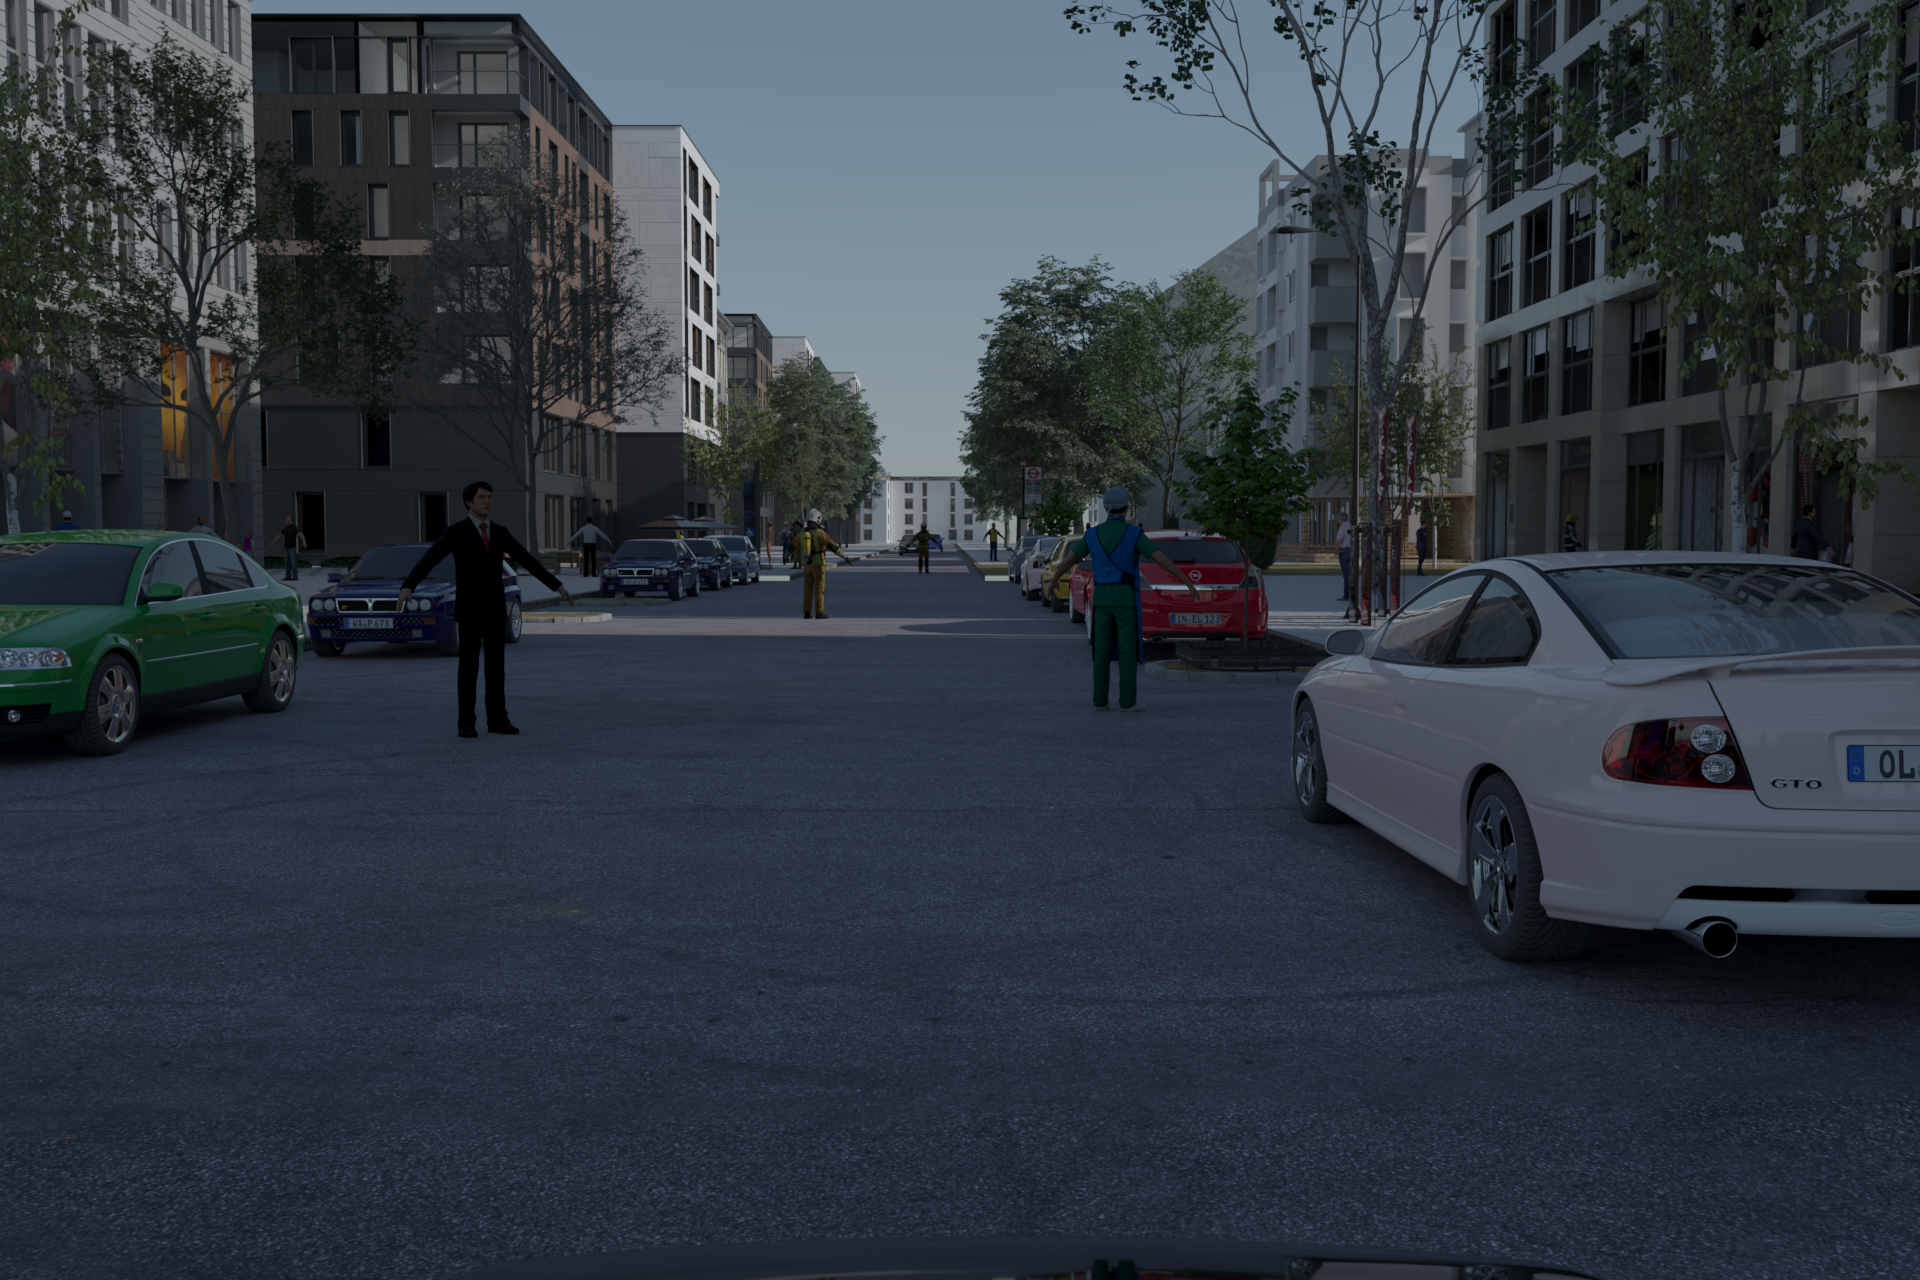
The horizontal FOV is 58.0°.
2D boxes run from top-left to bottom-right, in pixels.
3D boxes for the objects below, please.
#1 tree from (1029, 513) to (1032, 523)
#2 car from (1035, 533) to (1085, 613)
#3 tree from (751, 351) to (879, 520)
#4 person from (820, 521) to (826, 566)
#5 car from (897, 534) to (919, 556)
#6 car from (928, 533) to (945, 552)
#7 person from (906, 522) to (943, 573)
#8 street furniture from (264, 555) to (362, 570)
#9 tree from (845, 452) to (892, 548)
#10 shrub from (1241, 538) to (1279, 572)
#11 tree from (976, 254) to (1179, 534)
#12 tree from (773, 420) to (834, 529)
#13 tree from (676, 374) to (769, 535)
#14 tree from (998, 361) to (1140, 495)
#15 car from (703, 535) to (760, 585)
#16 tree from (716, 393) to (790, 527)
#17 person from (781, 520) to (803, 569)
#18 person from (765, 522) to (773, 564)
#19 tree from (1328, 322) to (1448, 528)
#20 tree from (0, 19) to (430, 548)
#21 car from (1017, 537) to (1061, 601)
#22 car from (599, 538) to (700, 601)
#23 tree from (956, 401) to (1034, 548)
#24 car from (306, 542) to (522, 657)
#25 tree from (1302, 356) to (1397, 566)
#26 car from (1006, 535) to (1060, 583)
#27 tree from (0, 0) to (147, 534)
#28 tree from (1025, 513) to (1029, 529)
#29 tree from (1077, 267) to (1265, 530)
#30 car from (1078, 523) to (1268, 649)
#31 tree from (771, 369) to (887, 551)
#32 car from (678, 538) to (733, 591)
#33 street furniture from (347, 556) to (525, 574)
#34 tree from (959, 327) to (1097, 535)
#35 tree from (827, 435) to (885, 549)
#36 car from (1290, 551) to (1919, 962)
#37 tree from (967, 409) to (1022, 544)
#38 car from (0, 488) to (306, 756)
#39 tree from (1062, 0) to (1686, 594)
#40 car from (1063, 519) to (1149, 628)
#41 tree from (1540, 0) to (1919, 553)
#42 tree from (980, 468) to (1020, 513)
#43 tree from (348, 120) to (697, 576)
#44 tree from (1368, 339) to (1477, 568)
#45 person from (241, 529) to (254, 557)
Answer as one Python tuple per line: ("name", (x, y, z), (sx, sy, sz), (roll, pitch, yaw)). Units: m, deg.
("tree", (4.857, -10.478, 121.672), (4.360, 8.622, 3.978), (0, 3, 0))
("car", (2.482, -1.395, 33.026), (2.015, 1.641, 3.980), (0, 4, -1))
("tree", (-10.102, -13.055, 120.096), (9.857, 13.997, 8.962), (0, 3, 0))
("person", (-5.639, -3.907, 70.002), (0.705, 1.813, 1.348), (2, 4, 26))
("car", (-3.206, -6.491, 115.914), (2.009, 1.686, 4.222), (0, 4, -1))
("car", (-2.210, -8.025, 140.799), (1.945, 1.707, 3.694), (0, 4, -1))
("person", (-1.313, -3.349, 62.983), (1.354, 1.858, 0.705), (-1, 4, -15))
("street furniture", (-26.675, -2.990, 64.519), (10.072, 0.657, 5.734), (0, 4, 8))
("tree", (-10.447, -13.722, 158.765), (8.767, 10.594, 7.601), (0, 4, -2))
("shrub", (9.564, -3.209, 56.502), (1.661, 2.075, 1.752), (0, 3, 0))
("tree", (5.246, -10.459, 77.662), (9.857, 13.997, 8.962), (0, 3, 0))
("tree", (-10.028, -9.856, 111.502), (4.360, 8.622, 3.978), (0, 3, 0))
("tree", (-10.678, -7.848, 78.680), (4.737, 8.622, 4.395), (0, 3, 0))
("tree", (5.475, -9.511, 89.915), (8.767, 10.594, 7.601), (0, 4, 7))
("car", (-6.814, -2.326, 50.038), (2.014, 1.417, 4.499), (0, 3, 0))
("tree", (-10.769, -8.594, 90.872), (4.737, 8.622, 4.395), (0, 3, 0))
("person", (-6.001, -3.509, 63.637), (0.705, 1.796, 1.348), (3, 5, 42))
("person", (-7.468, -3.679, 66.956), (0.721, 1.733, 1.217), (0, 4, -7))
("tree", (14.349, -6.546, 57.397), (4.737, 8.622, 4.395), (0, 3, 0))
("tree", (-13.516, -5.947, 31.641), (7.601, 10.594, 8.767), (2, 4, 33))
("car", (2.342, -1.610, 38.692), (2.083, 1.381, 4.827), (0, 4, 0))
("car", (-6.864, -1.584, 38.475), (1.945, 1.354, 3.894), (0, 3, 0))
("tree", (4.233, -15.425, 158.846), (9.857, 13.997, 8.962), (0, 3, 0))
("car", (-6.676, -0.543, 21.464), (1.945, 1.354, 3.894), (0, 3, 0))
("tree", (16.025, -7.327, 70.164), (4.737, 8.622, 4.395), (0, 3, 0))
("car", (2.399, -2.417, 51.518), (2.014, 1.417, 4.499), (0, 4, -2))
("tree", (-12.418, -4.395, 22.217), (4.737, 8.622, 4.395), (0, 3, 0))
("tree", (9.743, -17.941, 243.696), (4.737, 8.622, 4.395), (0, 3, 0))
("tree", (8.121, -8.645, 67.094), (9.928, 11.665, 9.643), (0, 3, 0))
("car", (2.556, -0.737, 21.092), (2.155, 1.783, 4.494), (0, 4, -1))
("tree", (-10.107, -13.689, 130.477), (9.857, 13.997, 8.962), (0, 3, 0))
("car", (-6.949, -1.980, 44.954), (1.945, 1.354, 3.894), (0, 4, 0))
("street furniture", (-17.497, -2.664, 59.179), (5.734, 0.657, 10.072), (0, 4, -7))
("tree", (4.799, -12.120, 104.817), (9.857, 13.997, 8.962), (0, 3, 0))
("tree", (-10.259, -13.583, 147.833), (9.928, 11.665, 9.643), (0, 3, 0))
("car", (2.678, 0.316, 7.201), (2.083, 1.381, 4.827), (0, 4, -2))
("tree", (4.584, -12.590, 131.604), (9.928, 11.665, 9.643), (0, 3, 0))
("car", (-6.336, -0.231, 12.580), (1.959, 1.807, 4.718), (0, 4, 0))
("tree", (8.449, -10.964, 35.144), (12.611, 20.169, 13.585), (0, 3, 0))
("car", (2.693, -1.074, 26.608), (2.155, 1.783, 4.494), (0, 4, -1))
("tree", (8.163, -4.132, 17.927), (4.737, 8.622, 4.395), (0, 3, 0))
("tree", (5.064, -13.344, 143.923), (9.928, 11.665, 9.643), (0, 3, 0))
("tree", (-13.148, -8.694, 52.520), (12.009, 13.543, 11.850), (0, 3, 0))
("tree", (17.558, -6.983, 64.531), (4.737, 8.622, 4.395), (0, 3, 0))
("person", (-22.357, -2.750, 54.225), (0.991, 1.433, 0.599), (3, 4, 39))
